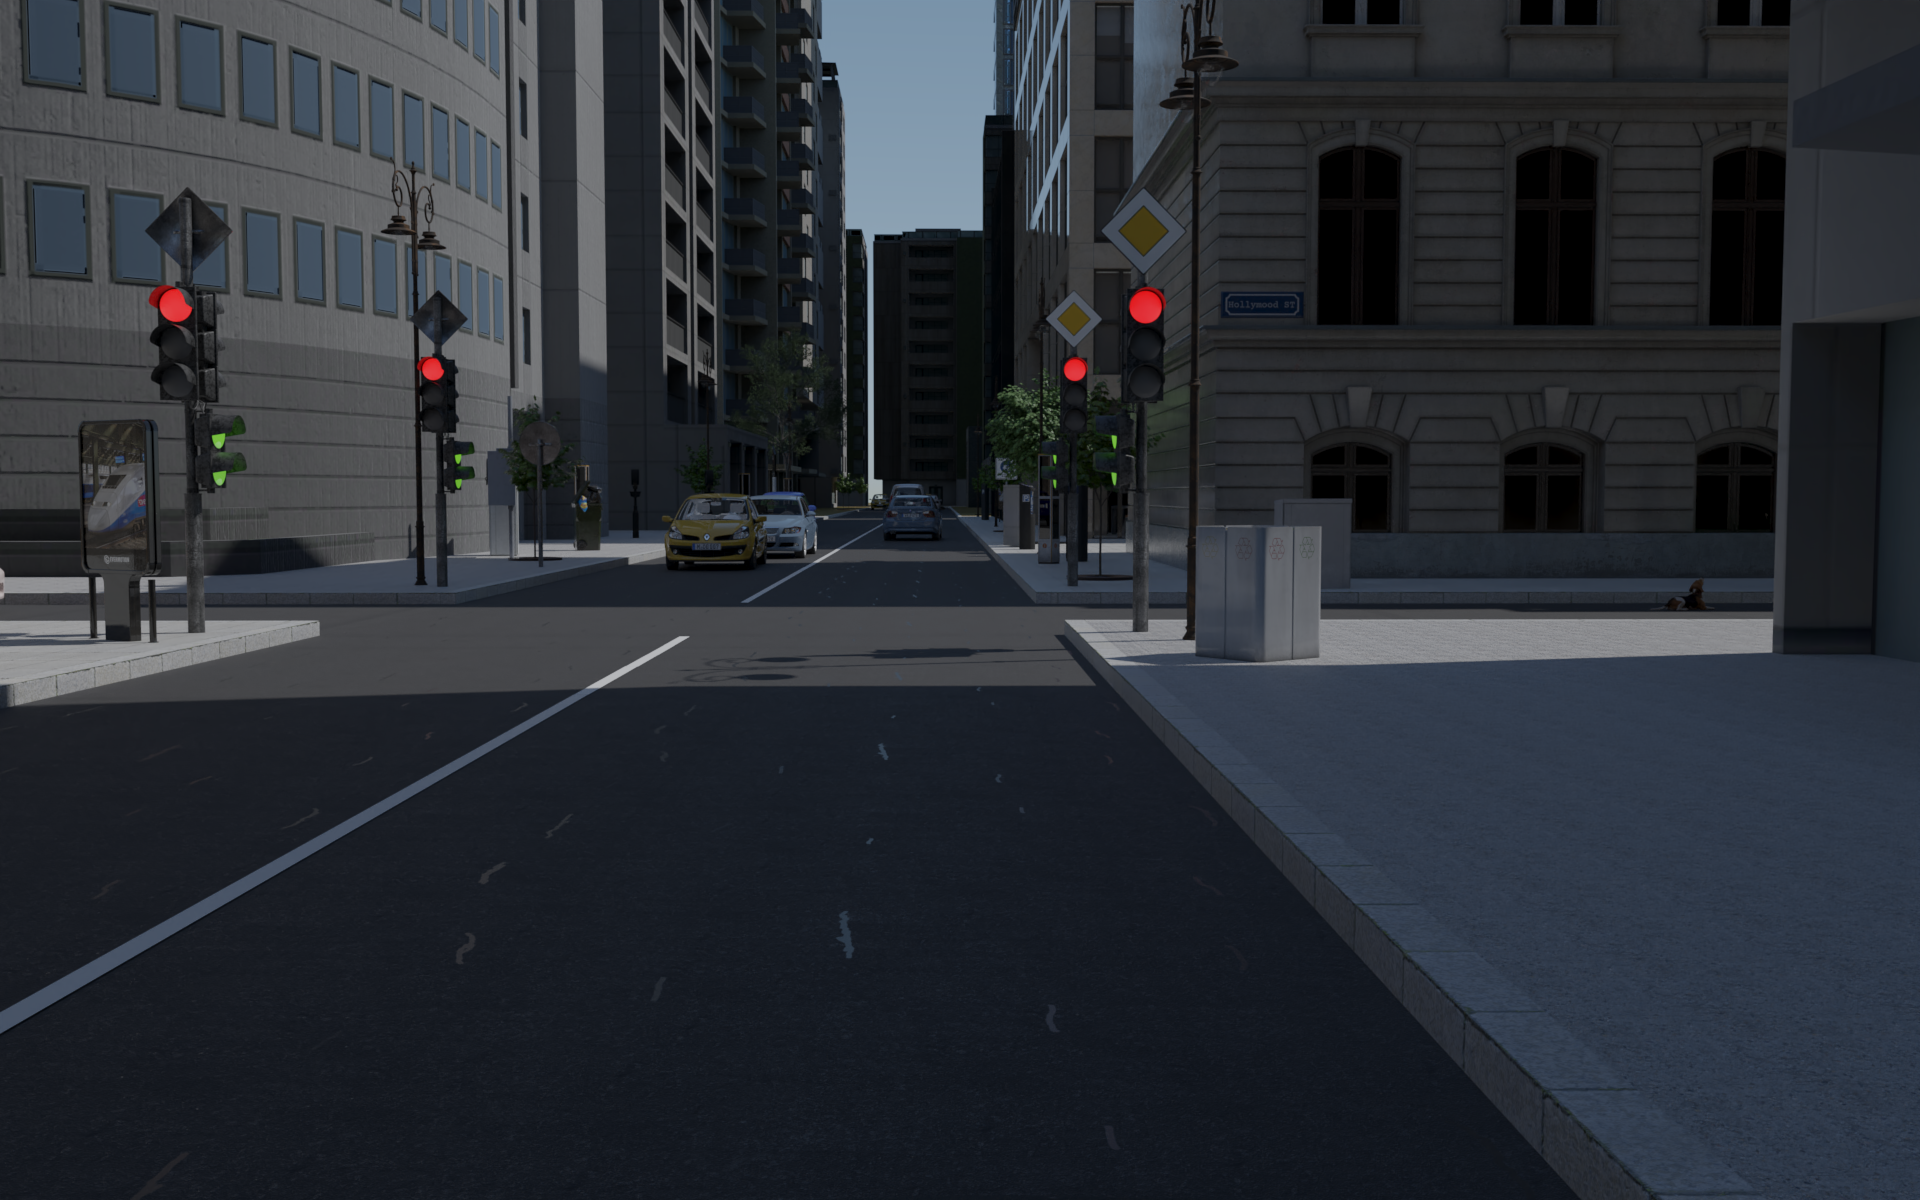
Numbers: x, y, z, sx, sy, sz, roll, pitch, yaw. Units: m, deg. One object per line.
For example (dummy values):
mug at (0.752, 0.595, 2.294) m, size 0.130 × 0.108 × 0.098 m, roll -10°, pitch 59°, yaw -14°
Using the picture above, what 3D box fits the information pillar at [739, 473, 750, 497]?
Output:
information pillar at (-7.686, -3.501, 61.741) m, size 0.304 × 2.012 × 0.304 m, roll -2°, pitch 4°, yaw -32°

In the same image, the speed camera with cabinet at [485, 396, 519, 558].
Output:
speed camera with cabinet at (-9.414, -2.526, 35.634) m, size 0.660 × 3.252 × 2.038 m, roll -1°, pitch 4°, yaw -13°

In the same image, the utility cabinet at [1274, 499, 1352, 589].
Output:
utility cabinet at (4.774, -0.753, 23.470) m, size 1.020 × 1.237 × 0.306 m, roll -1°, pitch 4°, yaw -15°

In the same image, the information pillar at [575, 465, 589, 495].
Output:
information pillar at (-9.651, -2.431, 44.247) m, size 0.304 × 2.012 × 0.304 m, roll 0°, pitch 4°, yaw 1°

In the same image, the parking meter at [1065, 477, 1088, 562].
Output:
parking meter at (2.213, -1.663, 32.907) m, size 0.399 × 1.863 × 0.255 m, roll 3°, pitch 4°, yaw 38°

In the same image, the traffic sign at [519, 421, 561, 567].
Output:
traffic sign at (-7.373, -1.852, 30.393) m, size 0.768 × 2.556 × 0.104 m, roll 1°, pitch 4°, yaw 8°

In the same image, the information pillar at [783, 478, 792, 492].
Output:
information pillar at (-8.022, -4.666, 80.785) m, size 0.304 × 2.012 × 0.304 m, roll 2°, pitch 4°, yaw 25°

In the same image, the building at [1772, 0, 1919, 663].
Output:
building at (17.821, -25.144, 0.350) m, size 28.713 × 52.752 × 27.495 m, roll 0°, pitch 4°, yaw -1°

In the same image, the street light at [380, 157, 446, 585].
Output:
street light at (-7.593, -3.146, 24.221) m, size 0.468 × 5.910 × 1.993 m, roll 0°, pitch 4°, yaw -1°

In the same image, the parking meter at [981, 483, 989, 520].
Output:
parking meter at (1.241, -4.861, 85.182) m, size 0.255 × 1.863 × 0.399 m, roll -2°, pitch 4°, yaw -31°

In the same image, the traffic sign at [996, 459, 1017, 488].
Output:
traffic sign at (1.319, -2.880, 49.218) m, size 0.606 × 2.300 × 0.079 m, roll 0°, pitch 4°, yaw 2°

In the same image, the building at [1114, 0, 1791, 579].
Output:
building at (20.676, -12.953, 30.868) m, size 34.723 × 24.649 × 14.460 m, roll 0°, pitch 4°, yaw -1°

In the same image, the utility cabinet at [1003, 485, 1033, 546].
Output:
utility cabinet at (1.420, -2.048, 42.159) m, size 0.318 × 1.500 × 1.173 m, roll -1°, pitch 4°, yaw -21°

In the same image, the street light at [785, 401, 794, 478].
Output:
street light at (-8.426, -6.914, 85.829) m, size 0.468 × 5.910 × 1.993 m, roll 0°, pitch 4°, yaw -1°

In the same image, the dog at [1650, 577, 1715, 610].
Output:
dog at (8.942, -0.076, 21.440) m, size 0.748 × 0.427 × 0.550 m, roll 2°, pitch 4°, yaw 25°

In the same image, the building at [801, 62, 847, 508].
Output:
building at (-18.089, -29.553, 166.781) m, size 14.086 × 41.232 × 14.154 m, roll 0°, pitch 4°, yaw -1°

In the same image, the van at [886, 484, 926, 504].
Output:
van at (-2.155, -4.061, 73.410) m, size 2.013 × 2.044 × 4.112 m, roll 0°, pitch 3°, yaw 0°

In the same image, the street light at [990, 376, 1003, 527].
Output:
street light at (1.415, -5.814, 67.845) m, size 0.468 × 5.910 × 1.993 m, roll 0°, pitch 4°, yaw -1°

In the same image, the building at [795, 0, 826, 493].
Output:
building at (-25.264, -33.747, 141.003) m, size 28.713 × 52.752 × 27.495 m, roll 0°, pitch 4°, yaw -1°

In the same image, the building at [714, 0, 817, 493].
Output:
building at (-21.022, -28.035, 112.998) m, size 22.147 × 44.769 × 28.867 m, roll 0°, pitch 4°, yaw -1°

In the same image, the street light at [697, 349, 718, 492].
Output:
street light at (-8.051, -5.049, 55.337) m, size 0.468 × 5.910 × 1.993 m, roll 0°, pitch 4°, yaw -1°

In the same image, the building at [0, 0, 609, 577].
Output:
building at (-20.984, -30.264, 36.817) m, size 21.231 × 58.520 × 28.212 m, roll 0°, pitch 4°, yaw -1°

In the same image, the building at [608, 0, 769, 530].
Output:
building at (-18.535, -38.582, 69.068) m, size 20.563 × 71.187 × 20.611 m, roll 0°, pitch 4°, yaw -1°

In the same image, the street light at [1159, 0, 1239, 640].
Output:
street light at (2.050, -2.587, 15.086) m, size 0.468 × 5.910 × 1.993 m, roll 0°, pitch 4°, yaw -1°

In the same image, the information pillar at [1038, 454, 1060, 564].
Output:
information pillar at (1.634, -1.670, 31.789) m, size 0.304 × 2.012 × 0.304 m, roll 2°, pitch 4°, yaw 35°

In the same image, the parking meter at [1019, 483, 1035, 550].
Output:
parking meter at (1.556, -1.937, 40.073) m, size 0.372 × 1.533 × 0.369 m, roll 0°, pitch 3°, yaw 0°

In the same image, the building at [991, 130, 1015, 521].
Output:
building at (8.034, -15.964, 90.694) m, size 12.332 × 23.373 × 15.834 m, roll 0°, pitch 4°, yaw -1°

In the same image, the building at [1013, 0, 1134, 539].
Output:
building at (12.436, -15.975, 65.714) m, size 19.350 × 26.468 × 34.151 m, roll 0°, pitch 4°, yaw -1°

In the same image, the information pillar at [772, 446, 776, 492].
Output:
information pillar at (-9.075, -5.706, 84.643) m, size 0.183 × 3.616 × 0.504 m, roll -1°, pitch 4°, yaw -18°

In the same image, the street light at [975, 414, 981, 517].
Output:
street light at (1.023, -7.679, 98.337) m, size 0.468 × 5.910 × 1.993 m, roll 0°, pitch 4°, yaw -1°

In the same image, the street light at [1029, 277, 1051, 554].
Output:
street light at (1.743, -3.934, 37.103) m, size 0.468 × 5.910 × 1.993 m, roll 0°, pitch 4°, yaw -1°
